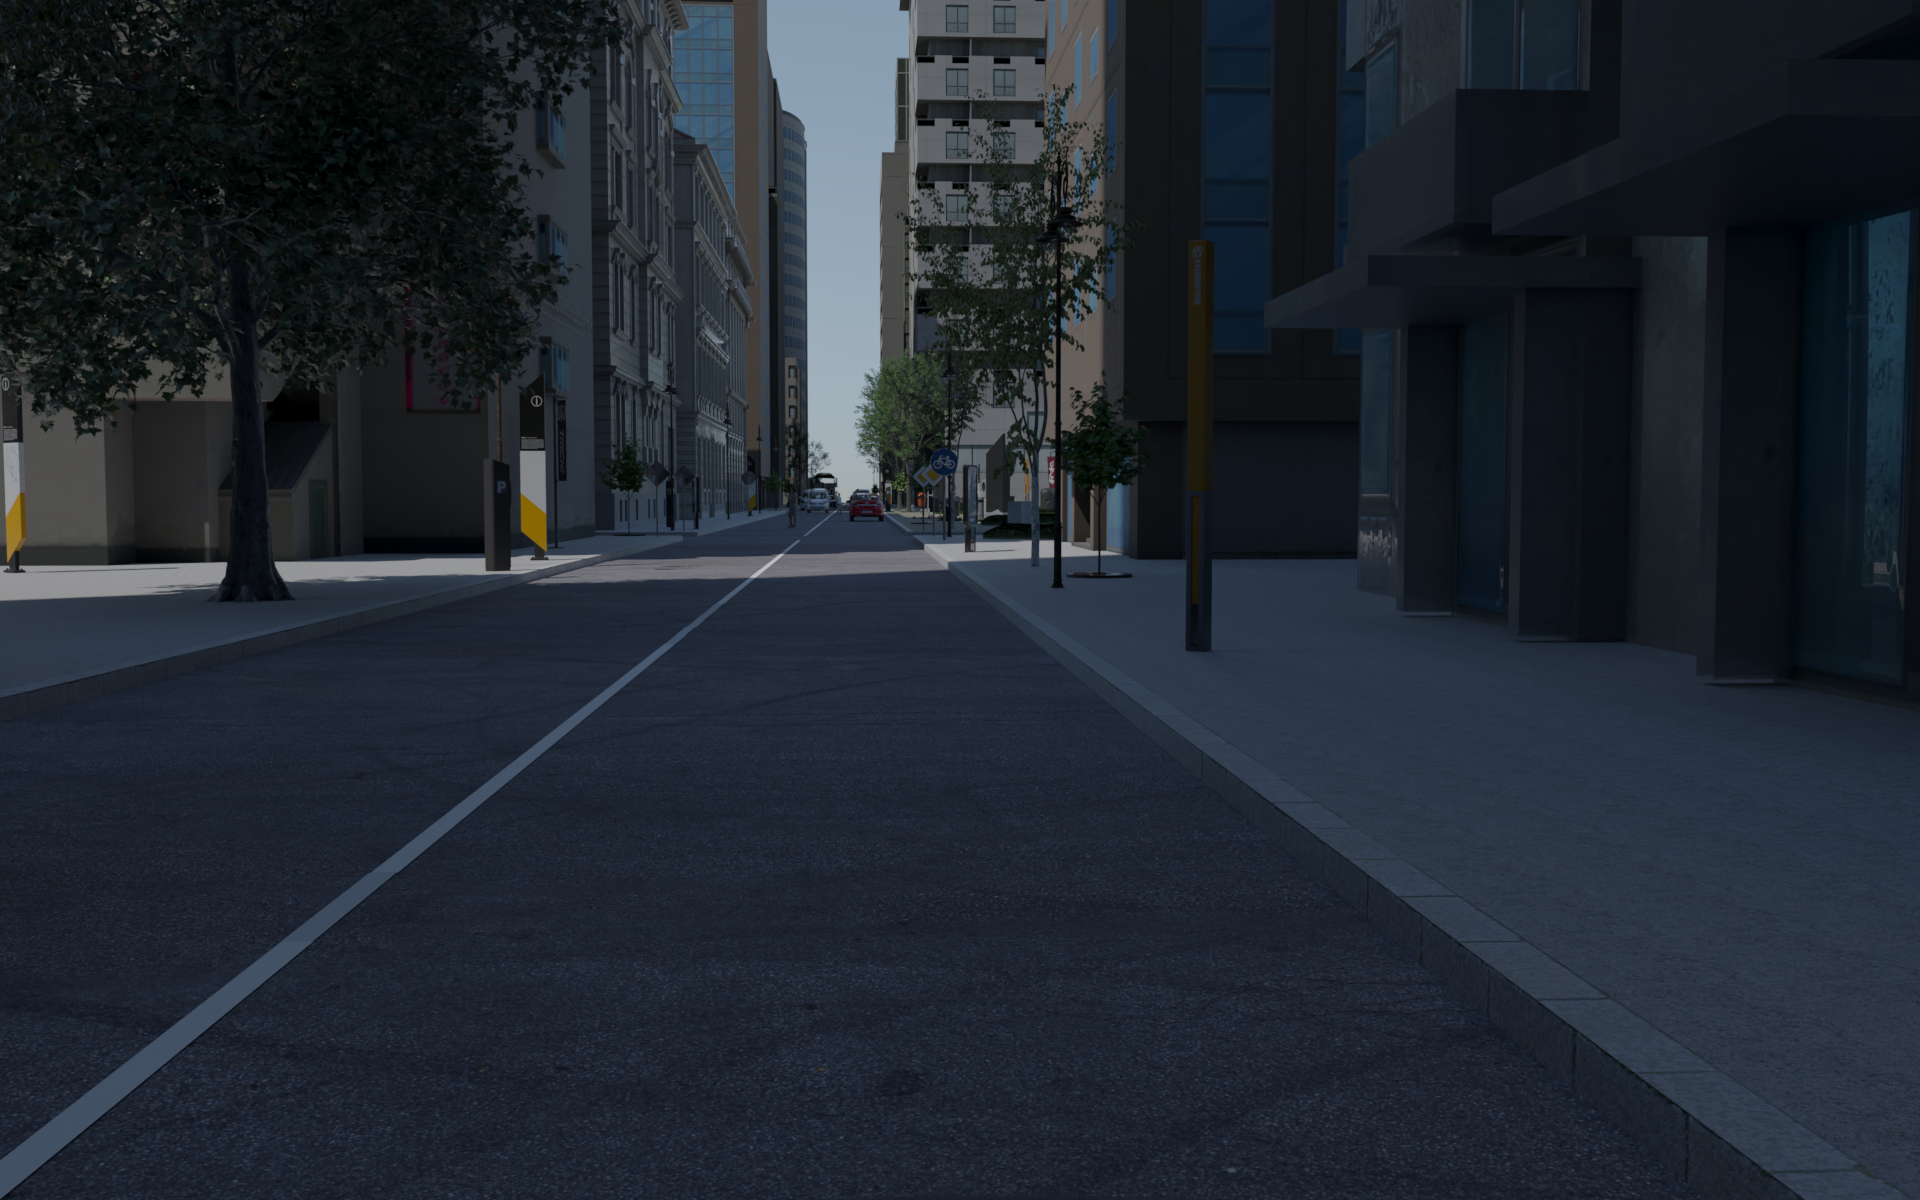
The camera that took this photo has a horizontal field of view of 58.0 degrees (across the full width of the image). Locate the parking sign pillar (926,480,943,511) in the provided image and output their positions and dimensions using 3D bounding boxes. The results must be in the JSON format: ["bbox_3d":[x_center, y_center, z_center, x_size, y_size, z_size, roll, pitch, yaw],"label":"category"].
[{"bbox_3d":[-1.878,-8.893,133.874,1.447,3.967,1.447,0,4,2],"label":"parking sign pillar"}]

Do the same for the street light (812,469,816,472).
[{"bbox_3d":[-21.080,-16.726,246.250,0.468,5.910,1.993,0,4,-3],"label":"street light"}]

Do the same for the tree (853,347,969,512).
[{"bbox_3d":[-3.441,-11.954,121.198,9.928,11.665,9.643,0,3,0],"label":"tree"}]

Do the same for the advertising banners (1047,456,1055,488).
[{"bbox_3d":[4.769,-5.112,79.767,0.090,3.025,2.074,-3,5,-44],"label":"advertising banners"}]

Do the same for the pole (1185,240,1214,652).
[{"bbox_3d":[1.950,-1.237,14.063,0.158,3.312,0.155,0,3,0],"label":"pole"}]

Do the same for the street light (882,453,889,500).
[{"bbox_3d":[-6.645,-11.316,157.806,0.468,5.910,1.993,0,4,-3],"label":"street light"}]

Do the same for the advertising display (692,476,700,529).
[{"bbox_3d":[-9.695,-3.571,63.595,0.123,1.923,0.974,-1,4,-17],"label":"advertising display"}]

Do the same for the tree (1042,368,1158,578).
[{"bbox_3d":[2.178,-1.957,26.597,1.663,3.219,1.824,0,3,0],"label":"tree"}]

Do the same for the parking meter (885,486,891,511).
[{"bbox_3d":[-5.345,-7.518,128.623,0.399,1.863,0.255,0,4,2],"label":"parking meter"}]

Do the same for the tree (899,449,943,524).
[{"bbox_3d":[-1.578,-4.869,74.209,1.663,3.219,1.824,0,3,0],"label":"tree"}]

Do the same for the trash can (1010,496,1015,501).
[{"bbox_3d":[3.949,-7.576,135.525,0.748,1.137,0.748,0,3,0],"label":"trash can"}]

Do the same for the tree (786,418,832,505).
[{"bbox_3d":[-19.825,-16.993,212.251,8.767,10.594,7.601,-1,4,-11],"label":"tree"}]

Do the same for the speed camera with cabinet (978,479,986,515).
[{"bbox_3d":[1.436,-6.683,103.596,0.660,3.252,2.038,-1,4,-19],"label":"speed camera with cabinet"}]

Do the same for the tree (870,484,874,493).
[{"bbox_3d":[-14.018,-17.833,286.168,1.663,3.219,1.824,0,3,0],"label":"tree"}]

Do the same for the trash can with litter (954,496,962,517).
[{"bbox_3d":[-0.308,-5.329,98.521,0.624,1.170,1.055,1,4,22],"label":"trash can with litter"}]

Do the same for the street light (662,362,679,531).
[{"bbox_3d":[-10.087,-5.370,60.595,0.468,5.910,1.993,0,4,-3],"label":"street light"}]

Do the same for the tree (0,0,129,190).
[{"bbox_3d":[-8.031,-3.770,11.999,4.360,8.622,3.978,0,3,0],"label":"tree"}]

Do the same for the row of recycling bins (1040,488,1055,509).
[{"bbox_3d":[6.221,-6.720,116.982,1.069,1.692,3.534,1,4,17],"label":"row of recycling bins"}]

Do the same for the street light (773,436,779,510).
[{"bbox_3d":[-14.593,-10.060,137.269,0.468,5.910,1.993,0,4,-3],"label":"street light"}]

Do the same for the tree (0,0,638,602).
[{"bbox_3d":[-8.671,-6.345,20.747,9.611,12.733,9.660,0,3,0],"label":"tree"}]

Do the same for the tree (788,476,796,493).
[{"bbox_3d":[-16.684,-10.517,166.561,1.663,3.219,1.824,0,3,0],"label":"tree"}]

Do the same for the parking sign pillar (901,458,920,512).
[{"bbox_3d":[-3.641,-8.495,127.361,1.447,3.967,1.447,0,4,6],"label":"parking sign pillar"}]

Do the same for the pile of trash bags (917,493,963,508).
[{"bbox_3d":[-1.119,-6.304,112.820,3.447,1.369,1.912,1,4,11],"label":"pile of trash bags"}]

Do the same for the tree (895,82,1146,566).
[{"bbox_3d":[1.097,-4.902,30.511,4.737,8.622,4.395,0,3,0],"label":"tree"}]

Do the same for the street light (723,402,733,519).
[{"bbox_3d":[-11.691,-7.003,87.289,0.468,5.910,1.993,0,4,-3],"label":"street light"}]

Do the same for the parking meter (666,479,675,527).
[{"bbox_3d":[-11.190,-3.744,66.918,0.255,1.863,0.399,1,4,8],"label":"parking meter"}]

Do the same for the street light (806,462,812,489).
[{"bbox_3d":[-19.397,-15.093,219.561,0.468,5.910,1.993,0,4,-3],"label":"street light"}]

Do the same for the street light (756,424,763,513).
[{"bbox_3d":[-13.229,-8.656,114.315,0.468,5.910,1.993,0,4,-3],"label":"street light"}]

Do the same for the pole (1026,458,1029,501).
[{"bbox_3d":[3.863,-6.435,99.057,0.158,3.312,0.155,0,3,0],"label":"pole"}]

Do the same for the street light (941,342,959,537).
[{"bbox_3d":[-0.318,-4.823,51.640,0.468,5.910,1.993,0,4,-3],"label":"street light"}]

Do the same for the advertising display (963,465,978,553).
[{"bbox_3d":[0.227,-2.023,38.296,0.123,1.923,0.974,1,4,13],"label":"advertising display"}]

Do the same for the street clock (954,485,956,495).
[{"bbox_3d":[-0.469,-7.816,132.364,0.358,2.002,0.471,0,4,-6],"label":"street clock"}]

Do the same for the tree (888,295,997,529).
[{"bbox_3d":[-0.385,-6.966,64.263,4.360,8.622,3.978,0,3,0],"label":"tree"}]

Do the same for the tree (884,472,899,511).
[{"bbox_3d":[-4.334,-8.352,131.158,1.663,3.219,1.824,0,3,0],"label":"tree"}]

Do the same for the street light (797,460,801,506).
[{"bbox_3d":[-17.711,-13.328,190.695,0.468,5.910,1.993,0,4,-3],"label":"street light"}]

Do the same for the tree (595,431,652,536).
[{"bbox_3d":[-10.183,-3.585,53.217,1.663,3.219,1.824,0,3,0],"label":"tree"}]

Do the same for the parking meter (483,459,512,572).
[{"bbox_3d":[-7.692,-1.414,28.832,0.255,1.863,0.399,3,4,39],"label":"parking meter"}]

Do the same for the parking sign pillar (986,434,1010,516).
[{"bbox_3d":[1.706,-5.463,77.786,1.447,3.967,1.447,-2,4,-35],"label":"parking sign pillar"}]

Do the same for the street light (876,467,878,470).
[{"bbox_3d":[-9.853,-14.596,211.424,0.468,5.910,1.993,0,4,-3],"label":"street light"}]

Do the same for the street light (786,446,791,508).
[{"bbox_3d":[-16.188,-11.693,163.963,0.468,5.910,1.993,0,4,-3],"label":"street light"}]

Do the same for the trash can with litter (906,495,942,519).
[{"bbox_3d":[-1.717,-4.792,89.406,2.233,1.210,1.678,-1,4,-9],"label":"trash can with litter"}]

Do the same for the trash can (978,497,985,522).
[{"bbox_3d":[0.805,-4.183,80.045,0.748,1.137,0.748,0,3,0],"label":"trash can"}]

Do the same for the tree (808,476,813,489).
[{"bbox_3d":[-24.766,-18.904,292.794,4.285,4.588,4.351,0,3,0],"label":"tree"}]

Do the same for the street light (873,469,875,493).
[{"bbox_3d":[-11.535,-16.401,240.938,0.468,5.910,1.993,0,4,-3],"label":"street light"}]

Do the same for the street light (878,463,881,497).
[{"bbox_3d":[-8.230,-12.963,184.731,0.468,5.910,1.993,0,4,-3],"label":"street light"}]

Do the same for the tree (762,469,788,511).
[{"bbox_3d":[-14.500,-8.520,133.907,1.663,3.219,1.824,0,3,0],"label":"tree"}]

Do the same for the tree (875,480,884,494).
[{"bbox_3d":[-7.473,-11.466,182.077,1.663,3.219,1.824,0,3,0],"label":"tree"}]
